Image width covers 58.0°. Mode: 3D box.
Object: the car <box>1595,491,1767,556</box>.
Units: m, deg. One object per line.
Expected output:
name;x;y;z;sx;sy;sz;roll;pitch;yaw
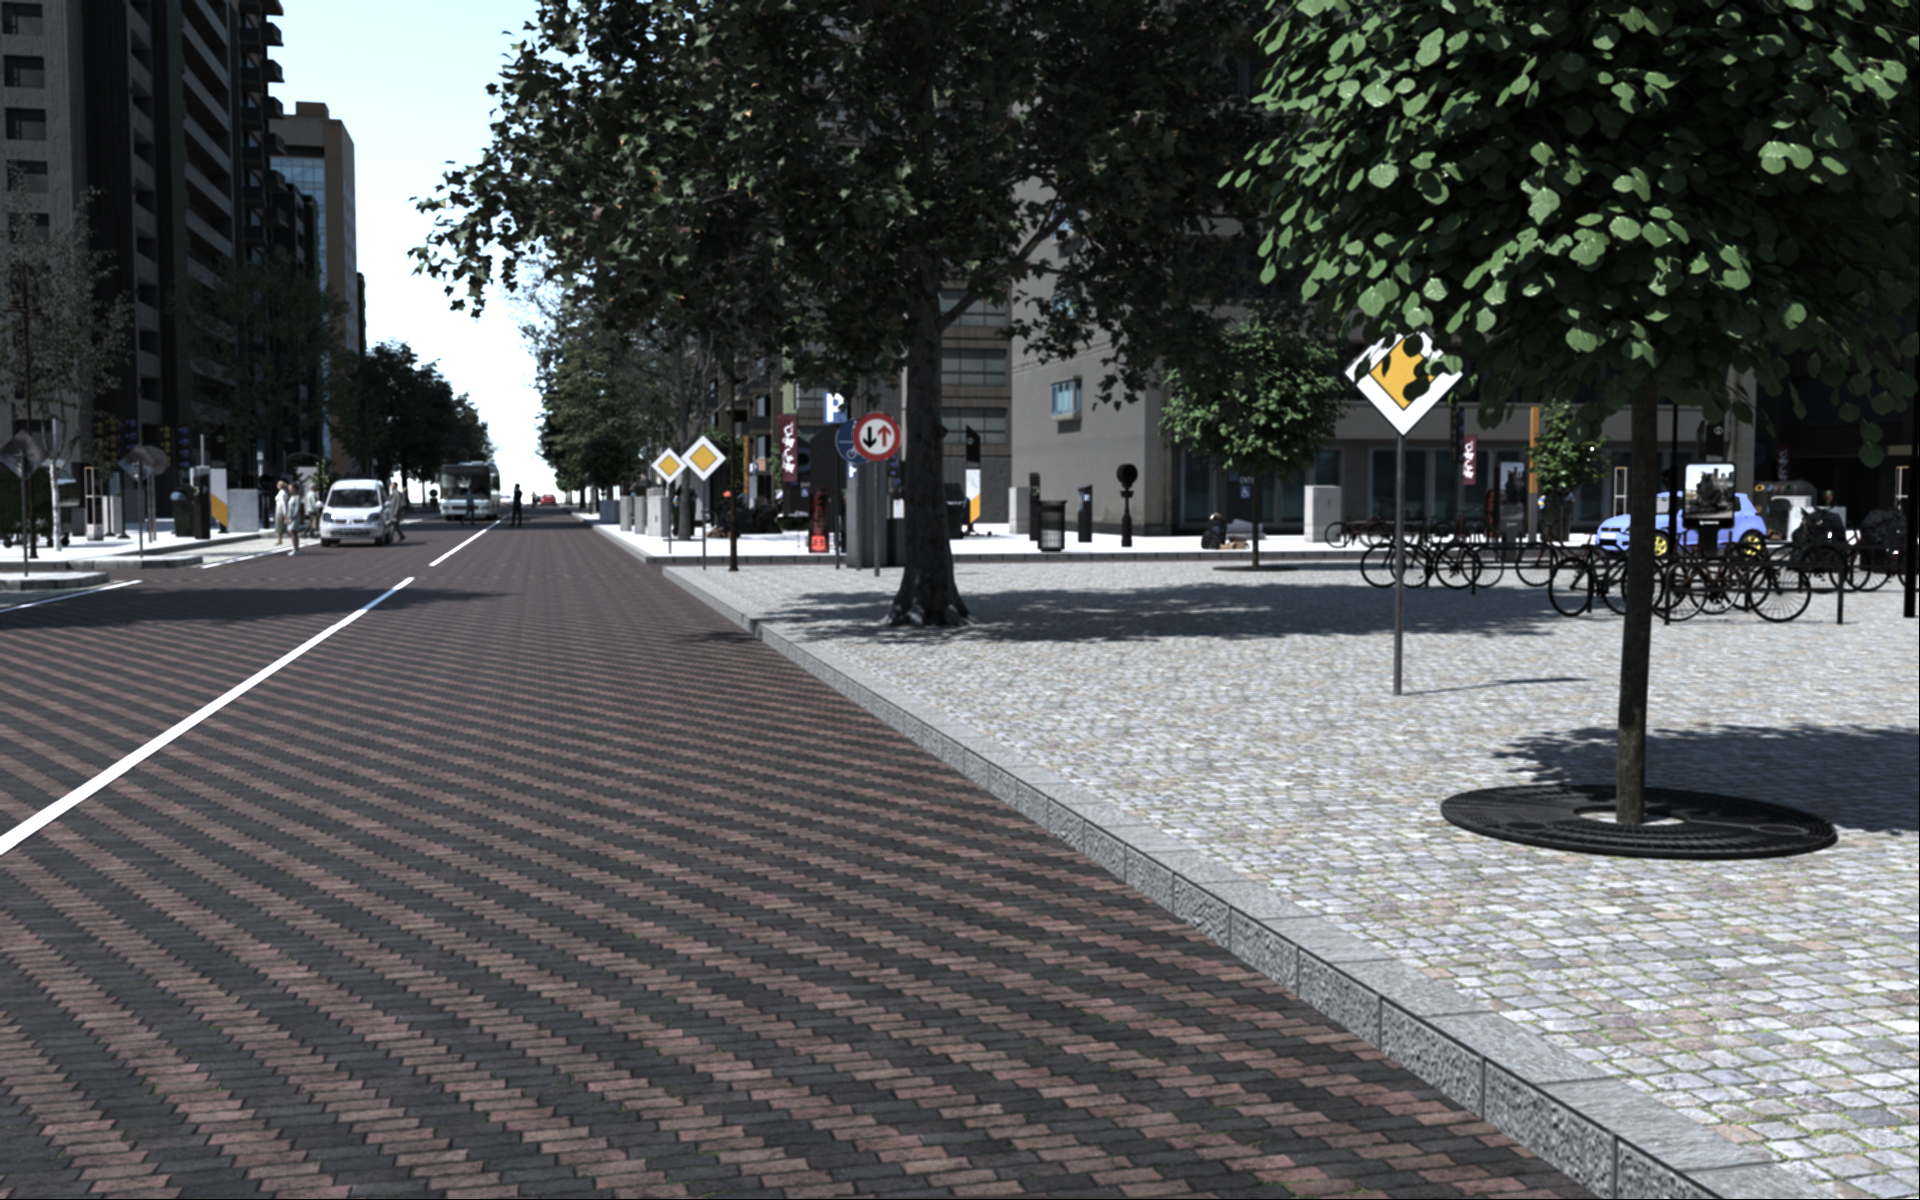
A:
car;16.141;-1.792;38.888;3.694;1.707;1.945;-1;4;-14

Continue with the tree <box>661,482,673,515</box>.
tree;-17.053;-6.761;105.136;1.663;3.219;1.824;0;3;0

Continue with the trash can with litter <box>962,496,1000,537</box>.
trash can with litter;0.459;-2.538;52.546;2.233;1.210;1.678;-3;5;-40

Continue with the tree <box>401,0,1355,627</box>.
tree;-0.436;-6.102;16.780;9.611;12.733;9.660;0;3;0

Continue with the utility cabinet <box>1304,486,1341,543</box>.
utility cabinet;9.548;-2.255;45.541;1.173;1.500;0.318;-3;5;-40

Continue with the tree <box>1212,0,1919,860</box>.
tree;2.625;-1.396;6.547;4.285;4.588;4.351;0;3;0

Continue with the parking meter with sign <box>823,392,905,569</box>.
parking meter with sign;-1.599;-2.072;30.137;0.543;3.016;1.738;3;4;36

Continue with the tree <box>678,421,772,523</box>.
tree;-11.084;-5.789;78.363;4.285;4.588;4.351;0;3;0

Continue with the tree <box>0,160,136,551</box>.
tree;-20.204;-5.387;38.433;4.360;8.622;3.978;0;3;0

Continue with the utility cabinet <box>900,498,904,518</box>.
utility cabinet;-1.741;-3.576;67.143;1.173;1.500;0.318;-2;4;-30

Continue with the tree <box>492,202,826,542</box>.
tree;-7.371;-8.348;46.853;12.009;13.543;11.850;0;3;0

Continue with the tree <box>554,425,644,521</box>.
tree;-16.742;-6.009;81.966;4.285;4.588;4.351;0;3;0

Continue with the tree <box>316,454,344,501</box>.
tree;-30.567;-5.428;83.357;1.663;3.219;1.824;0;3;0

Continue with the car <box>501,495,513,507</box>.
car;-51.441;-11.201;195.494;2.083;1.381;4.827;-1;4;-13

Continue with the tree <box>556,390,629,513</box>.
tree;-24.005;-10.059;114.834;4.737;8.622;4.395;0;3;0

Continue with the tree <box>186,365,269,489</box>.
tree;-40.080;-8.879;95.536;4.737;8.622;4.395;0;3;0

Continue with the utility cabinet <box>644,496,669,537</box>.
utility cabinet;-8.991;-2.474;51.603;0.306;1.237;1.020;-2;4;-33

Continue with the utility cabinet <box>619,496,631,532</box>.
utility cabinet;-11.516;-2.971;59.739;0.306;1.237;1.020;0;4;-4

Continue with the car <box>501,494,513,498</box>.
car;-54.655;-12.109;207.764;2.009;1.686;4.222;-1;4;-14

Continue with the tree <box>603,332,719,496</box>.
tree;-9.723;-6.539;57.275;4.360;8.622;3.978;0;3;0

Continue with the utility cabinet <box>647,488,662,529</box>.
utility cabinet;-10.919;-3.249;61.800;0.318;1.500;1.173;-1;4;-22

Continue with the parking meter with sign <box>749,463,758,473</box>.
parking meter with sign;-11.728;-6.139;96.626;0.543;3.016;1.738;0;4;7

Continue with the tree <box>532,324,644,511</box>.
tree;-27.415;-13.689;130.466;9.857;13.997;8.962;0;3;0

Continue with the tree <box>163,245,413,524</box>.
tree;-29.236;-9.042;73.585;9.928;11.665;9.643;0;3;0

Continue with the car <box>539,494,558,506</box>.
car;-49.722;-12.244;209.227;2.155;1.783;4.494;-1;4;-14

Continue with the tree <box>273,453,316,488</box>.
tree;-31.277;-5.288;81.053;1.663;3.219;1.824;0;3;0

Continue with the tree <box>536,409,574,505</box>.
tree;-44.584;-16.617;197.444;9.928;11.665;9.643;0;3;0

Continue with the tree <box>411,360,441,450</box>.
tree;-40.786;-12.012;122.147;9.928;11.665;9.643;0;3;0

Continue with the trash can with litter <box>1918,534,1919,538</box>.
trash can with litter;27.944;-2.411;50.483;1.678;1.210;2.233;-3;5;-44

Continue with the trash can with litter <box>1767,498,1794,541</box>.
trash can with litter;22.374;-2.195;47.274;0.624;1.170;1.055;2;4;33

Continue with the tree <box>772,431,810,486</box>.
tree;-8.582;-6.569;91.125;4.285;4.588;4.351;0;3;0

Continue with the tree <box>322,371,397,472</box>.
tree;-36.469;-9.428;104.518;4.737;8.622;4.395;0;3;0

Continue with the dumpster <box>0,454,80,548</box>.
dumpster;-22.346;-2.410;41.902;1.502;2.255;1.985;-1;4;-13

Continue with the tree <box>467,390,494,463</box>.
tree;-54.354;-16.813;181.543;9.857;13.997;8.962;0;3;0

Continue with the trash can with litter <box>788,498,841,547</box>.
trash can with litter;-2.957;-1.911;42.302;2.233;1.210;1.678;1;4;14

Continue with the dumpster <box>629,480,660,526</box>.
dumpster;-12.922;-3.999;71.144;1.264;1.857;1.865;-1;4;-13

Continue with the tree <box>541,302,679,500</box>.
tree;-17.952;-10.534;90.353;7.486;12.596;7.792;0;3;0

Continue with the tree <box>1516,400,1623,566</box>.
tree;10.376;-2.151;29.775;1.663;3.219;1.824;0;3;0

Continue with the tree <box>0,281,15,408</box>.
tree;-15.360;-6.218;18.673;9.611;12.733;9.660;0;3;0

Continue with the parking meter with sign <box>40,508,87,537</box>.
parking meter with sign;-27.309;-3.416;52.118;1.738;3.016;0.543;-1;4;-18

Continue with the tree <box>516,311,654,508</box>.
tree;-33.588;-18.310;155.264;12.611;20.169;13.585;0;3;0

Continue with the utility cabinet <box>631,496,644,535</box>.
utility cabinet;-10.230;-2.701;55.324;0.306;1.237;1.020;0;4;-6

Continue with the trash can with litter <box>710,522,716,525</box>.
trash can with litter;-10.123;-3.723;72.258;0.624;1.170;1.055;0;4;1

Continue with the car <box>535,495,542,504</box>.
car;-62.471;-15.031;258.331;1.945;1.354;3.894;-1;4;-15

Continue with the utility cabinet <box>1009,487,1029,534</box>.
utility cabinet;2.000;-2.840;55.109;0.318;1.500;1.173;3;4;36

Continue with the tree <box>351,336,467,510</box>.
tree;-44.392;-14.172;138.368;9.857;13.997;8.962;0;3;0

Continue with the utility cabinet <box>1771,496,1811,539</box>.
utility cabinet;23.669;-2.336;49.357;0.306;1.237;1.020;-3;4;-36
